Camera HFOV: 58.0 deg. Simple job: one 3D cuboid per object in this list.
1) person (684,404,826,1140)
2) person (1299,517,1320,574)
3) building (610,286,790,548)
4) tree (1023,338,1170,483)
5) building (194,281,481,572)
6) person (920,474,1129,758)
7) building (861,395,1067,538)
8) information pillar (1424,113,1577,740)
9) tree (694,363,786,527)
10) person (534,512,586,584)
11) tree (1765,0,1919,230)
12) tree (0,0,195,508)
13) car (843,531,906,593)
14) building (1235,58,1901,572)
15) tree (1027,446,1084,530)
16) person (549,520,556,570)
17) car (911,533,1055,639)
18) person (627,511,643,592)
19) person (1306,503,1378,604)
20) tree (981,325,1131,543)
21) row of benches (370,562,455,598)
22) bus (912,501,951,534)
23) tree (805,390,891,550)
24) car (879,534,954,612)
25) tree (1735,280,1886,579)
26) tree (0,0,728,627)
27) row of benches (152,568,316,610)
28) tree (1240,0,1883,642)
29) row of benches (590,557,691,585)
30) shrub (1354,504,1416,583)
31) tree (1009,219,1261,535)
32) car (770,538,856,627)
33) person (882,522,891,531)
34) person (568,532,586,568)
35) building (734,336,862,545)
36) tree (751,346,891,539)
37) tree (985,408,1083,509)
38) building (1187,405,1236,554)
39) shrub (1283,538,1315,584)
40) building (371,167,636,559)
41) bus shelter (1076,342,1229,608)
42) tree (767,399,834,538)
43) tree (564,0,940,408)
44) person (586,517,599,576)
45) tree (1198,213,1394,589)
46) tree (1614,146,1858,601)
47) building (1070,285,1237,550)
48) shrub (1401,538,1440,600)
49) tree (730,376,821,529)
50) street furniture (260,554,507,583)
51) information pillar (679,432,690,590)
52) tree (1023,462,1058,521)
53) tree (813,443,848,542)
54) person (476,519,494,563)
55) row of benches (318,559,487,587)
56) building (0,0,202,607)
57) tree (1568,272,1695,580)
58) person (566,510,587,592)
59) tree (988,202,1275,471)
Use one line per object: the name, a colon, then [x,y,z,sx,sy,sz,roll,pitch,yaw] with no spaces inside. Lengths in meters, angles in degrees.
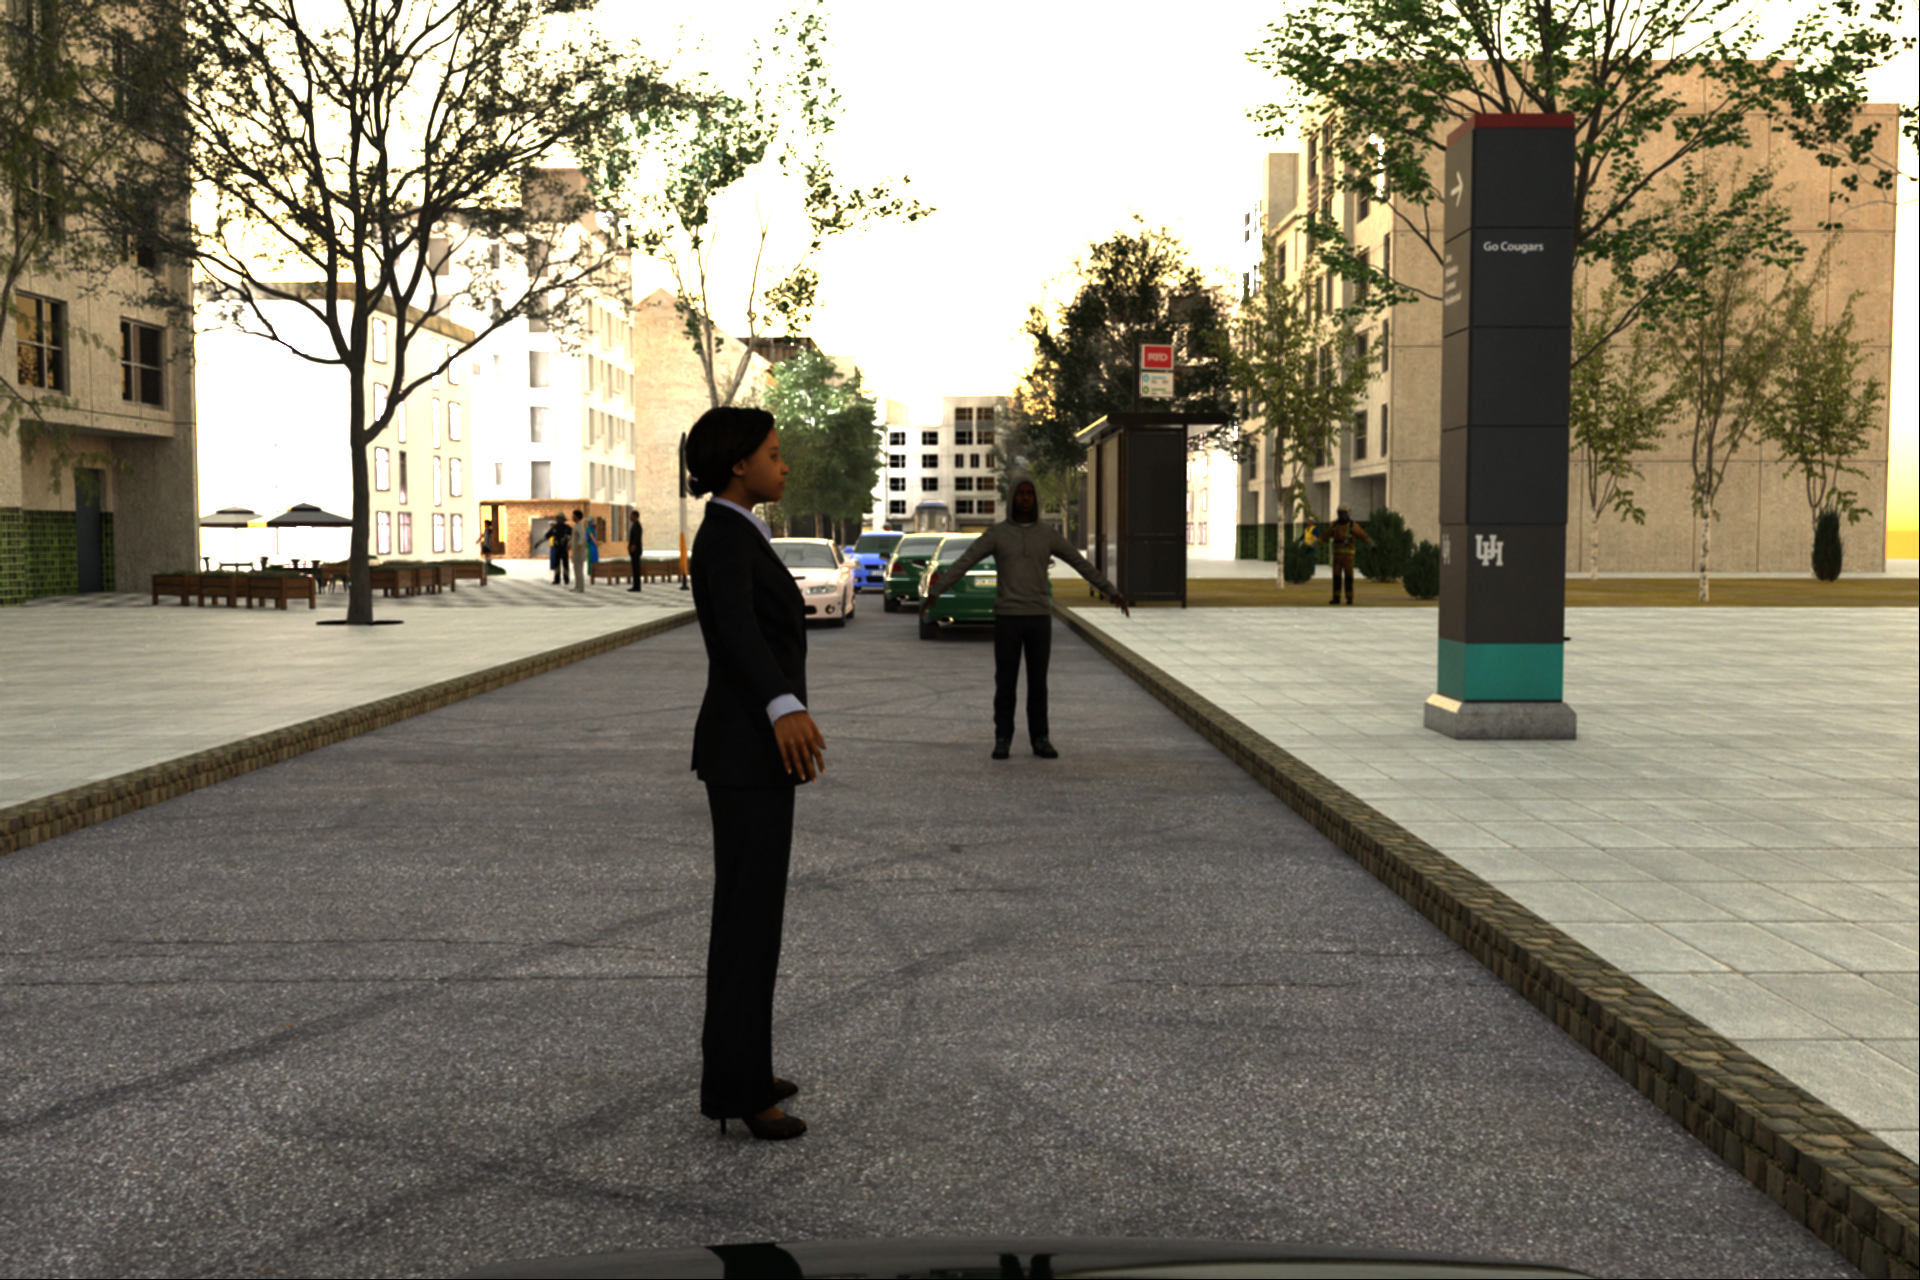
person: [-0.444,0.303,4.223,0.721,1.740,1.216,-1,4,-9]
person: [10.951,-2.956,54.302,0.705,1.833,1.349,-1,4,-21]
building: [-26.351,-20.313,163.044,19.493,23.208,18.063,0,4,1]
tree: [6.408,-8.829,78.772,8.767,10.594,7.601,2,4,32]
building: [-24.537,-7.924,71.709,9.099,9.664,28.070,0,4,0]
person: [0.407,-0.155,11.116,1.348,1.813,0.705,0,4,-7]
building: [-0.984,-21.945,227.707,31.486,18.905,16.747,1,4,9]
information pillar: [3.466,-1.325,11.049,0.750,3.857,0.750,0,3,0]
tree: [-9.426,-7.612,74.818,4.360,8.622,3.978,0,3,0]
person: [-10.235,-2.363,44.414,1.354,1.856,0.705,0,4,6]
tree: [23.725,-11.056,36.655,12.611,20.169,13.585,0,3,0]
tree: [-9.049,-3.953,14.986,4.360,8.622,3.978,0,3,0]
car: [-1.899,-2.041,42.961,1.945,1.707,3.694,0,4,-1]
building: [22.633,-12.647,73.237,16.747,18.905,31.486,0,4,0]
tree: [6.540,-10.177,116.760,4.737,8.622,4.395,0,3,0]
person: [-14.426,-3.383,61.777,0.721,1.772,1.216,-2,4,-33]
car: [0.343,-0.809,25.028,2.131,1.459,4.920,0,3,0]
person: [-7.280,-1.986,38.701,0.704,1.802,1.346,-1,4,-14]
person: [7.003,-1.585,31.677,1.354,1.858,0.705,2,4,31]
tree: [6.160,-11.576,99.643,12.009,13.543,11.850,0,3,0]
row of benches: [-11.559,-1.289,36.532,1.422,0.672,4.104,0,3,0]
bus: [-2.081,-8.586,131.929,2.896,3.916,12.251,0,3,0]
tree: [-9.296,-13.346,136.342,7.486,12.596,7.792,0,3,0]
car: [-0.510,-1.310,33.222,2.131,1.459,4.920,0,4,-1]
tree: [24.460,-6.063,49.493,4.737,8.622,4.395,0,3,0]
tree: [-8.432,-6.971,24.345,12.009,13.543,11.850,0,3,0]
row of benches: [-12.819,-0.925,30.581,4.104,0.672,1.422,2,4,35]
tree: [6.888,-5.798,20.546,9.928,11.665,9.643,0,3,0]
row of benches: [-8.126,-1.842,45.579,1.422,0.672,4.104,2,4,29]
shrub: [11.189,-2.544,45.640,1.661,2.075,1.752,0,3,0]
tree: [5.500,-7.165,51.562,7.601,10.594,8.767,2,4,26]
car: [-2.707,-0.967,28.166,2.083,1.381,4.827,0,4,-1]
person: [-1.951,-2.409,48.312,0.721,1.772,1.216,0,4,-3]
person: [-14.482,-3.638,65.755,1.348,1.796,0.705,3,5,41]
building: [-25.931,-21.500,195.506,27.936,21.610,32.646,0,3,0]
tree: [-9.474,-12.818,116.230,9.857,13.997,8.962,0,3,0]
tree: [5.625,-11.793,127.226,7.601,10.594,8.767,1,4,19]
building: [20.567,-10.340,111.206,9.099,9.664,28.070,0,3,0]
shrub: [8.680,-2.047,44.593,1.383,1.207,1.383,0,3,0]
building: [-24.434,-14.328,90.682,16.016,20.090,11.380,0,4,1]
bus shelter: [3.500,-3.452,34.064,2.179,5.291,8.768,0,4,-1]
tree: [-9.752,-8.839,94.888,4.360,8.622,3.978,0,3,0]
tree: [-7.492,-12.547,61.036,12.611,20.169,13.585,0,3,0]
person: [-11.258,-2.868,53.016,0.704,1.817,1.347,-1,4,-19]
tree: [7.785,-5.514,40.514,4.737,8.622,4.395,0,3,0]
tree: [14.007,-5.049,32.920,4.360,8.622,3.978,0,3,0]
building: [23.796,-19.244,158.622,27.936,21.610,32.646,0,3,0]
shrub: [9.124,-1.393,33.898,1.383,1.207,1.383,0,3,0]
tree: [-9.344,-8.018,81.459,4.360,8.622,3.978,0,3,0]
street furniture: [-16.487,-2.097,49.911,5.734,0.657,10.072,0,4,2]
information pillar: [-6.342,-2.957,39.700,0.183,3.616,0.504,0,3,0]
tree: [6.207,-11.374,136.325,4.737,8.622,4.395,0,3,0]
tree: [-9.275,-10.955,129.481,4.360,8.622,3.978,0,3,0]
person: [-17.559,-3.554,64.249,0.704,1.843,1.345,-3,5,-41]
row of benches: [-13.675,-1.675,42.842,4.104,0.672,1.422,0,4,-7]
building: [-25.267,-9.533,22.328,16.747,18.905,31.486,0,3,0]
tree: [17.957,-5.986,48.240,4.737,8.622,4.395,0,3,0]
person: [-8.501,-1.971,38.418,0.705,1.806,1.347,-1,4,-23]
tree: [6.572,-9.373,63.623,12.009,13.543,11.850,0,3,0]
